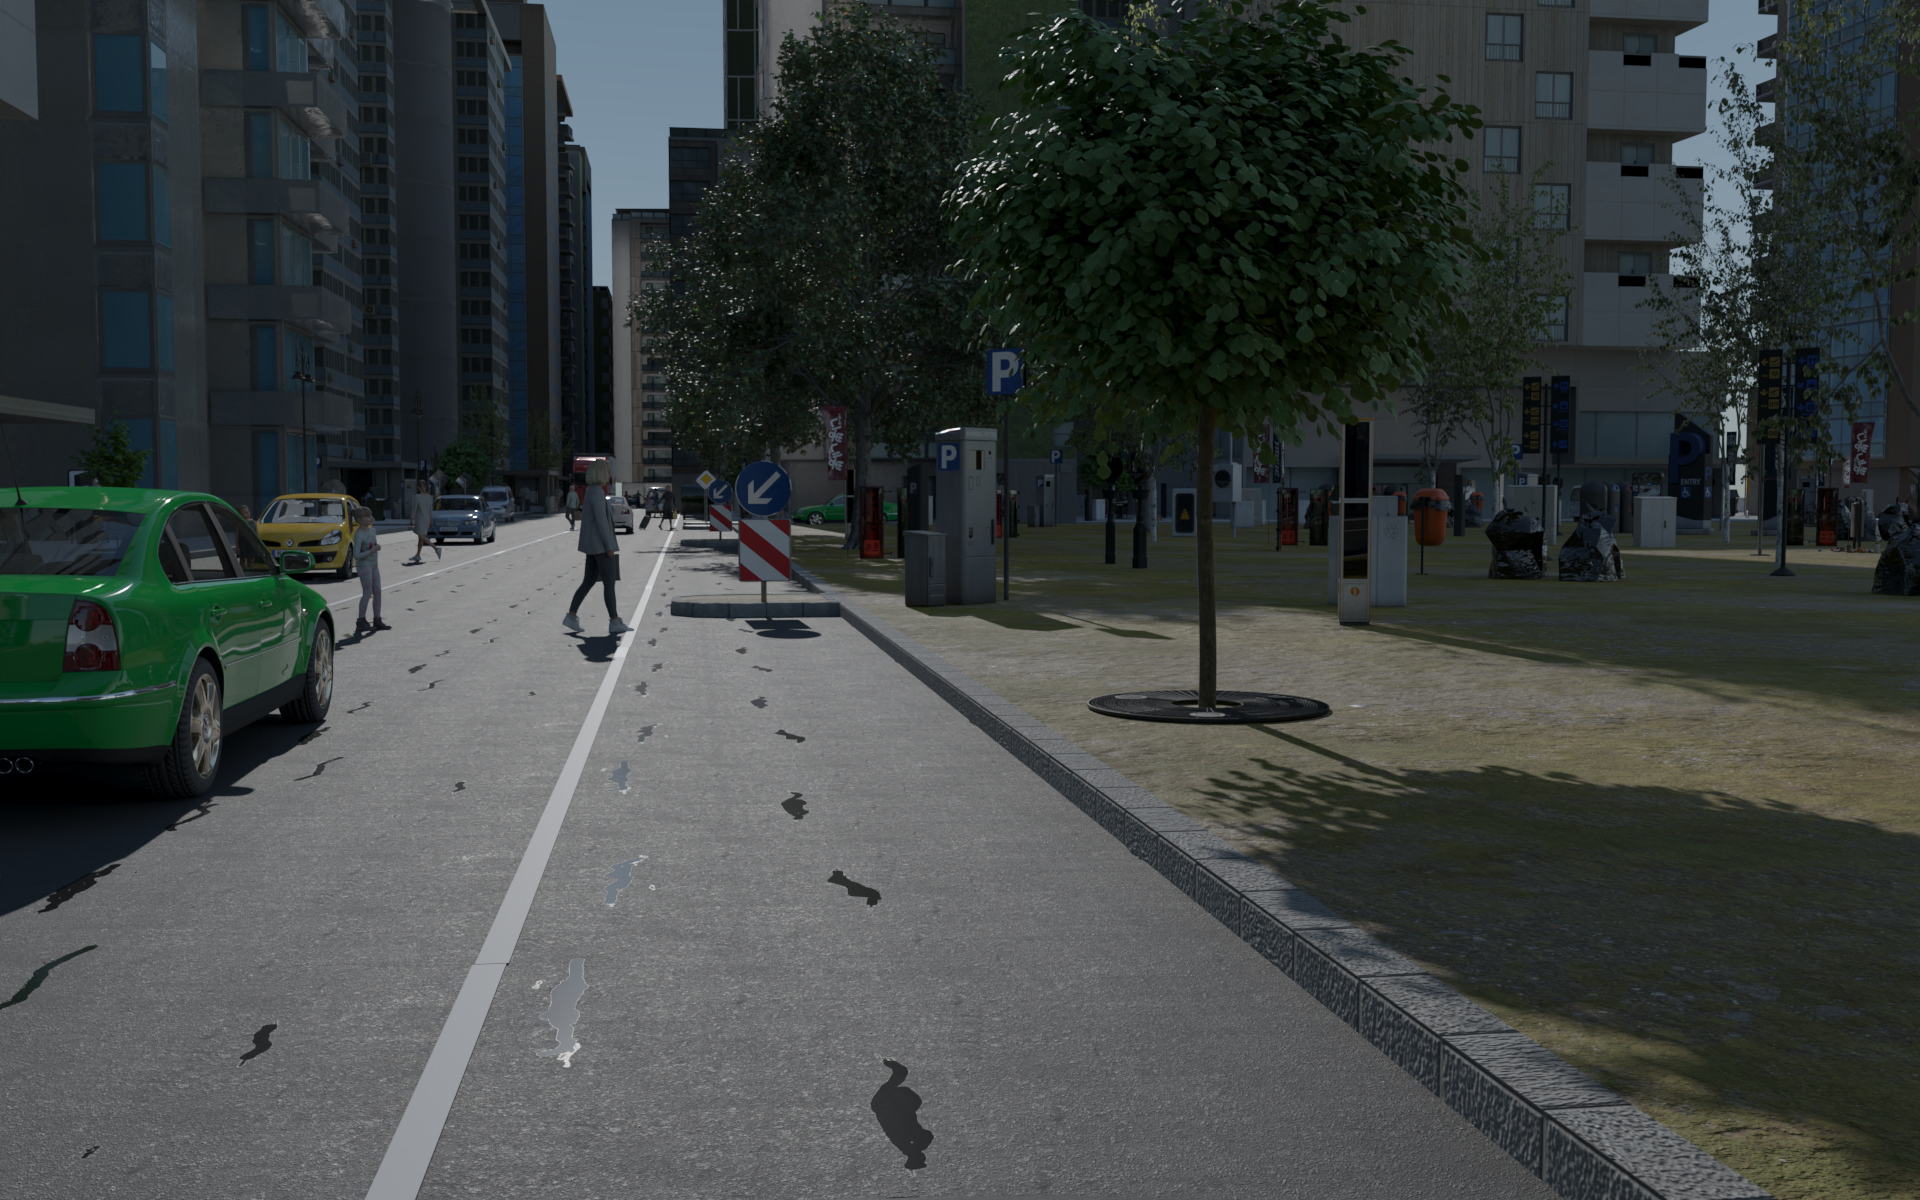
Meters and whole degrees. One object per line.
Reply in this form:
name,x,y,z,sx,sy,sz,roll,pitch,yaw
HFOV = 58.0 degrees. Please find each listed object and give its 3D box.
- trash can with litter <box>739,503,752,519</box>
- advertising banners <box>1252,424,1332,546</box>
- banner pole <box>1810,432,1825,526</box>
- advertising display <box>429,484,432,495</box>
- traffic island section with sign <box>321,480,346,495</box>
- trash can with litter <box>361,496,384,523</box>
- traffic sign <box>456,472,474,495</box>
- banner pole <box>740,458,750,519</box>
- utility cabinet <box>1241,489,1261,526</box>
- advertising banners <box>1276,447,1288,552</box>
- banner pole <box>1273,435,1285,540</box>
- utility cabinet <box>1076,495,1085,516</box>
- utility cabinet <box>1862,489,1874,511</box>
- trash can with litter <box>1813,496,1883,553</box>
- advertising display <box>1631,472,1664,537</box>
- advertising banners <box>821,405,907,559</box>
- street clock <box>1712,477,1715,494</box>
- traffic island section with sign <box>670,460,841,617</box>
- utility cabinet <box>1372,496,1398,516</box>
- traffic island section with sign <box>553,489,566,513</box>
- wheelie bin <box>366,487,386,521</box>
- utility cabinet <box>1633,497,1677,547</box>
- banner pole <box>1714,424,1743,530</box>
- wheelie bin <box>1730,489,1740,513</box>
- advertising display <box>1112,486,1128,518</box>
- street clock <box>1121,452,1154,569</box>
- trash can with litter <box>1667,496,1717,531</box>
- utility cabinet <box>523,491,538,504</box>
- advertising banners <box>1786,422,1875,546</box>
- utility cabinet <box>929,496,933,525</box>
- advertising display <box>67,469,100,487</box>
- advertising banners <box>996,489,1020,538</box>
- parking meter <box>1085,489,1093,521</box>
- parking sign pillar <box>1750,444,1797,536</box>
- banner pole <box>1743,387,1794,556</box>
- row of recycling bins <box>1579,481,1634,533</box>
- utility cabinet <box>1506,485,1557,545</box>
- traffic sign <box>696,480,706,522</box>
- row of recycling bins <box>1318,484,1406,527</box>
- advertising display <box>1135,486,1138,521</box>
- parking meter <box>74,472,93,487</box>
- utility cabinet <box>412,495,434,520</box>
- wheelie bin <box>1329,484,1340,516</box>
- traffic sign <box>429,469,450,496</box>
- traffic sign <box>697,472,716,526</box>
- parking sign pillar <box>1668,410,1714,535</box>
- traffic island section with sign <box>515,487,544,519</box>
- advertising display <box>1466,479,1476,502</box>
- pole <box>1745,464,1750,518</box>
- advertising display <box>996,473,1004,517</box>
trash can with litter,-10.415,-4.488,84.760,0.624,1.170,1.055,-2,4,-27
advertising banners,8.221,-2.873,43.154,2.074,3.025,0.090,1,4,20
banner pole,34.409,-4.853,69.363,0.401,3.779,0.863,0,4,-3
advertising display,-35.902,-6.804,116.461,0.974,1.923,0.123,2,4,27
traffic island section with sign,-16.859,-2.317,46.503,1.989,1.847,2.006,-1,4,-9
trash can with litter,-26.927,-4.119,78.405,1.678,1.210,2.233,-2,4,-29
traffic sign,-21.917,-4.470,76.723,0.795,2.450,0.064,-1,4,-9
banner pole,-10.188,-5.651,82.403,0.863,3.779,0.401,3,5,44
utility cabinet,11.371,-3.685,68.926,1.173,1.500,0.318,0,4,2
advertising banners,7.304,-2.645,39.440,0.090,3.025,2.074,1,4,14
banner pole,9.029,-3.602,48.912,0.401,3.779,0.863,-1,4,-19
utility cabinet,6.909,-5.461,100.441,1.020,1.237,0.306,2,4,32
utility cabinet,40.972,-4.253,78.223,0.318,1.500,1.173,1,4,20
trash can with litter,19.944,-1.674,38.423,1.678,1.210,2.233,1,4,16
advertising display,20.384,-2.823,51.375,0.123,1.923,0.974,-3,4,-36
advertising banners,-1.726,-2.331,34.304,2.074,3.025,0.090,-1,4,-16
street clock,31.011,-4.109,71.753,0.471,2.002,0.358,2,4,25
traffic island section with sign,-2.534,-0.766,21.158,1.989,1.847,2.006,-1,4,-9
utility cabinet,14.283,-2.906,58.674,1.020,1.237,0.306,0,4,-3
traffic island section with sign,-29.786,-7.349,128.792,1.989,1.847,2.006,-1,4,-9
wheelie bin,-27.930,-4.575,82.703,0.693,1.594,0.980,2,4,30
utility cabinet,16.781,-1.875,41.825,1.020,1.237,0.306,-1,4,-17
banner pole,27.043,-4.345,61.065,0.401,3.779,0.863,-1,4,-21
wheelie bin,51.213,-6.548,114.963,0.980,1.594,0.693,0,4,1
advertising display,8.422,-5.272,91.404,0.974,1.923,0.123,-1,4,-21
street clock,3.102,-1.545,29.835,0.358,2.002,0.471,-2,4,-33
trash can with litter,24.990,-2.993,59.990,2.233,1.210,1.678,2,4,34
utility cabinet,-36.547,-8.480,147.333,1.173,1.500,0.318,1,4,11
advertising banners,21.309,-2.837,42.568,2.074,3.025,0.090,3,5,41
utility cabinet,-1.594,-3.704,71.718,1.020,1.237,0.306,-3,5,-42
advertising display,-22.753,-2.449,45.251,0.974,1.923,0.123,-2,4,-33
advertising banners,1.086,-3.307,50.250,0.090,3.025,2.074,3,4,39
parking meter,6.550,-4.874,88.099,0.372,1.533,0.369,0,3,0
parking sign pillar,25.161,-3.964,53.283,1.447,3.967,1.447,-1,4,-10
banner pole,16.812,-2.801,35.816,0.401,3.779,0.863,-2,4,-35
row of recycling bins,21.533,-3.053,57.032,3.534,1.692,1.069,-3,5,-39
utility cabinet,14.305,-2.122,43.376,1.173,1.500,0.318,2,4,31
traffic sign,-11.546,-4.568,78.325,0.795,2.450,0.064,-1,4,-9
row of recycling bins,15.789,-3.742,68.286,3.534,1.692,1.069,0,4,-5
advertising display,7.068,-3.864,68.386,0.123,1.923,0.974,0,4,-5
parking meter,-22.501,-2.371,44.475,0.255,1.863,0.399,2,4,32
utility cabinet,-26.729,-4.588,86.168,1.020,1.237,0.306,-1,4,-13
wheelie bin,12.130,-2.875,54.916,0.693,1.594,0.980,-3,5,-44
traffic sign,-20.678,-3.987,68.834,0.795,2.450,0.064,-1,4,-9
traffic sign,-10.307,-4.085,70.436,0.795,2.450,0.064,-1,4,-9
parking sign pillar,23.081,-4.054,54.752,1.447,3.967,1.447,-2,4,-33
traffic island section with sign,-25.553,-5.702,101.862,1.989,1.847,2.006,-1,4,-9
advertising display,22.300,-4.347,76.292,0.974,1.923,0.123,-2,4,-26
pole,42.830,-6.134,94.142,0.158,3.312,0.155,0,3,0
advertising display,1.099,-2.929,53.109,0.974,1.923,0.123,3,5,43
